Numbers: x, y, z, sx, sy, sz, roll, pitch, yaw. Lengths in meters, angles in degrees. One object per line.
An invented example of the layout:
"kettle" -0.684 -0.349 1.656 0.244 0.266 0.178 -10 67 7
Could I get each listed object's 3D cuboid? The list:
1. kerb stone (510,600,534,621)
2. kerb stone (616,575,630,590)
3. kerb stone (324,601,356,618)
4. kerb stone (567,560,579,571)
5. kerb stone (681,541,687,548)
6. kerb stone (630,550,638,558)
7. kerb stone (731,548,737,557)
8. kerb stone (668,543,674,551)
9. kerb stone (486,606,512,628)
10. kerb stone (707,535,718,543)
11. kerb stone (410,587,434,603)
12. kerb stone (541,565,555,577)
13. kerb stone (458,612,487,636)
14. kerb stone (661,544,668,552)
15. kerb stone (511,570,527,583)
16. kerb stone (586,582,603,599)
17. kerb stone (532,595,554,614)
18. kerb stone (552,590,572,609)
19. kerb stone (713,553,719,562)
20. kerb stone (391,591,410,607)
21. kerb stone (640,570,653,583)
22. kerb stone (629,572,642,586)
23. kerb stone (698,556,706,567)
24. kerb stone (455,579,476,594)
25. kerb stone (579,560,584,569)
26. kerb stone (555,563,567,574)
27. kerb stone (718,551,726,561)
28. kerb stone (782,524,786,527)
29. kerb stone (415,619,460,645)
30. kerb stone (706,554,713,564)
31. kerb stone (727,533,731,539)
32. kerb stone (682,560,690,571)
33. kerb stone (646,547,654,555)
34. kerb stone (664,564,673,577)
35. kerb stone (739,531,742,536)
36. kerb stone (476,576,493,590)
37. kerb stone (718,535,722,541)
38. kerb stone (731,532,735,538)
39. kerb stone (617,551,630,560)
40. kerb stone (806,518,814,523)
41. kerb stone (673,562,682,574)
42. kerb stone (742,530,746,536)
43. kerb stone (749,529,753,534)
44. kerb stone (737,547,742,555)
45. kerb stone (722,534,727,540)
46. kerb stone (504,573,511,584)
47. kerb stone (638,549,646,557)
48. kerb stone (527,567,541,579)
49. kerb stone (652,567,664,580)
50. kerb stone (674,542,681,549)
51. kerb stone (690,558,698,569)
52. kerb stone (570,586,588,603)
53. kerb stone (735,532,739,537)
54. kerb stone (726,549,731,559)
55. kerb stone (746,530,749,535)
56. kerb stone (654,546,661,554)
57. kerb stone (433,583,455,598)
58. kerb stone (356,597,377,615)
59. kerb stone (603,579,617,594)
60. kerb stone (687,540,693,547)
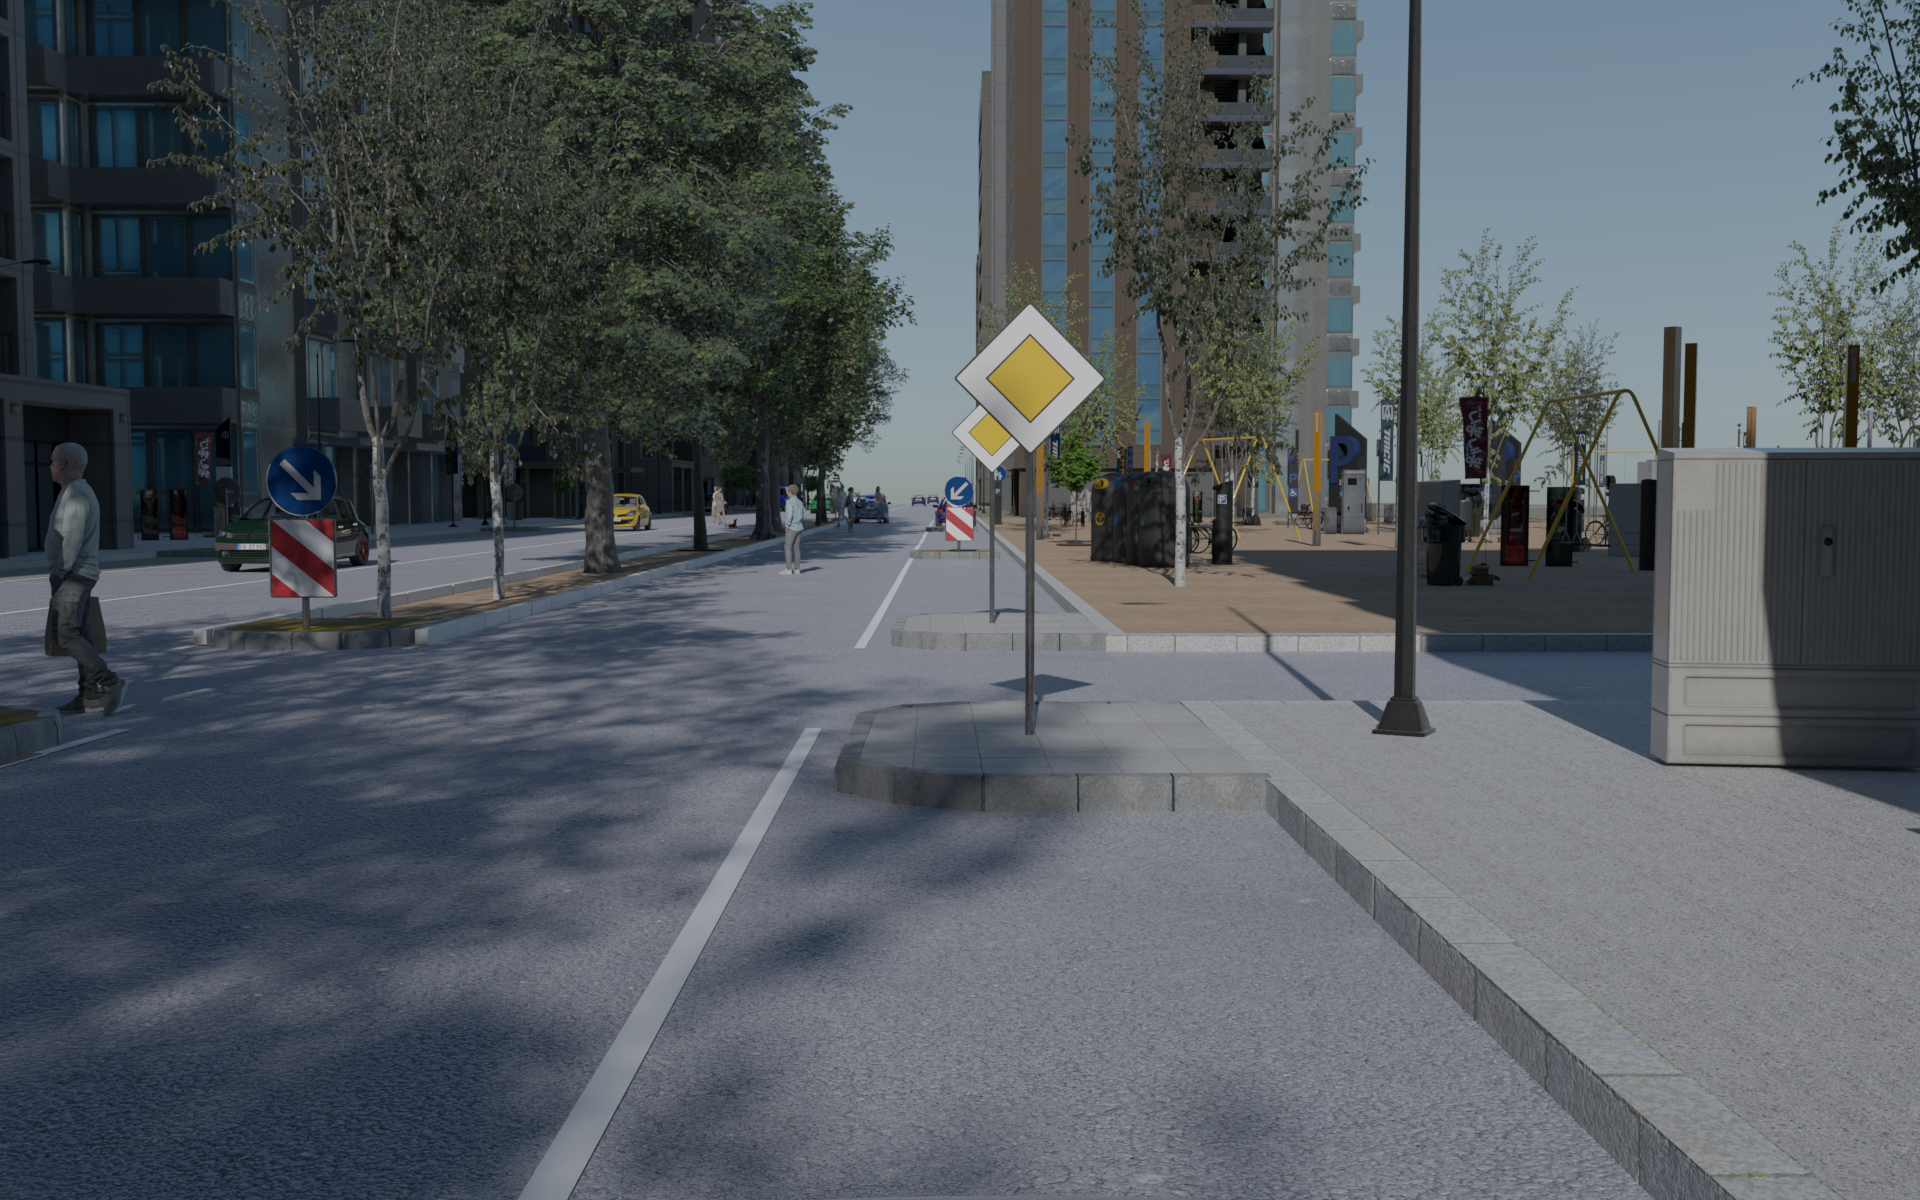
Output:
"kerb stone" -5.124 0.136 19.967 0.120 0.150 1.000 0 4 0
"kerb stone" -5.166 -0.240 26.125 0.120 0.150 1.000 0 4 0
"kerb stone" -7.220 0.137 19.965 0.120 0.150 1.000 0 4 0
"kerb stone" -7.313 -0.616 32.264 0.120 0.150 1.000 0 4 0
"kerb stone" -7.390 -1.430 45.596 0.120 0.150 1.000 0 4 0
"kerb stone" -7.353 -0.990 38.414 0.120 0.150 1.000 0 4 0
"kerb stone" -5.259 -1.054 39.427 0.120 0.150 1.000 0 4 0
"kerb stone" -7.386 -1.306 43.543 0.120 0.150 1.000 0 4 0
"kerb stone" -5.117 0.199 18.936 0.120 0.150 1.000 0 4 0
"kerb stone" -7.438 -1.807 51.736 0.120 0.150 1.000 0 4 0
"kerb stone" -7.244 -0.050 23.031 0.120 0.150 1.000 0 4 0
"kerb stone" -7.284 -0.491 30.221 0.120 0.150 1.000 0 4 0
"kerb stone" -5.109 0.262 17.910 0.120 0.150 1.000 0 4 0
"kerb stone" -7.371 -1.243 42.521 0.120 0.150 1.000 0 4 0
"kerb stone" -7.276 -0.366 28.177 0.120 0.150 1.000 0 4 0
"kerb stone" -5.153 -0.115 24.071 0.120 0.150 1.000 0 4 0
"kerb stone" -5.127 0.074 21.003 0.120 0.150 1.000 0 4 0
"kerb stone" -5.135 0.012 22.027 0.120 0.150 1.000 0 4 0
"kerb stone" -5.236 -0.860 36.357 0.120 0.150 1.000 0 4 0
"kerb stone" -7.240 0.014 22.009 0.120 0.150 1.000 0 4 0
"kerb stone" -5.180 -0.365 28.170 0.120 0.150 1.000 0 4 0
"kerb stone" -5.173 -0.300 27.148 0.120 0.150 1.000 0 4 0
"kerb stone" -5.218 -0.738 34.308 0.120 0.150 1.000 0 4 0
"kerb stone" -7.253 -0.177 25.088 0.120 0.150 1.000 0 4 0
"kerb stone" -7.316 -0.678 33.286 0.120 0.150 1.000 0 4 0
"kerb stone" -7.301 -0.548 31.243 0.120 0.150 1.000 0 4 0
"kerb stone" -5.241 -0.924 37.383 0.120 0.150 1.000 0 4 0
"kerb stone" -7.597 -3.248 75.336 0.120 0.150 1.000 0 4 0
"kerb stone" -5.100 0.325 16.888 0.120 0.150 1.000 0 4 0
"kerb stone" -5.224 -0.803 35.330 0.120 0.150 1.000 0 4 0
"kerb stone" -7.459 -1.996 54.822 0.120 0.150 1.000 0 4 0
"kerb stone" -5.216 -0.616 32.264 0.120 0.150 1.000 0 4 0
"kerb stone" -7.364 -1.109 40.465 0.120 0.150 1.000 0 4 0
"kerb stone" -5.189 -0.489 30.217 0.120 0.150 1.000 0 4 0
"kerb stone" -7.480 -2.183 57.888 0.120 0.150 1.000 0 4 0
"kerb stone" -7.261 -0.238 26.120 0.120 0.150 1.000 0 4 0
"kerb stone" -7.441 -1.870 52.769 0.120 0.150 1.000 0 4 0
"kerb stone" -7.460 -2.058 55.844 0.120 0.150 1.000 0 4 0
"kerb stone" -7.338 -0.929 37.385 0.120 0.150 1.000 0 4 0
"kerb stone" -7.679 -4.065 88.657 0.120 0.150 1.000 0 4 0
"kerb stone" -5.199 -0.551 31.242 0.120 0.150 1.000 0 4 0
"kerb stone" -7.485 -2.243 58.924 0.120 0.150 1.000 0 4 0
"kerb stone" -7.501 -2.372 60.974 0.120 0.150 1.000 0 4 0
"kerb stone" -5.265 -1.114 40.449 0.120 0.150 1.000 0 4 0
"kerb stone" -7.449 -1.932 53.791 0.120 0.150 1.000 0 4 0
"kerb stone" -7.268 -0.303 27.148 0.120 0.150 1.000 0 4 0
"kerb stone" -7.354 -1.050 39.437 0.120 0.150 1.000 0 4 0
"kerb stone" -7.283 -0.426 29.199 0.120 0.150 1.000 0 4 0
"kerb stone" -5.178 -0.427 29.195 0.120 0.150 1.000 0 4 0
"kerb stone" -7.394 -1.368 44.569 0.120 0.150 1.000 0 4 0
"kerb stone" -5.213 -0.673 33.286 0.120 0.150 1.000 0 4 0
"kerb stone" -5.148 -0.049 23.049 0.120 0.150 1.000 0 4 0
"kerb stone" -7.474 -2.121 56.866 0.120 0.150 1.000 0 4 0
"kerb stone" -5.251 -0.990 38.405 0.120 0.150 1.000 0 4 0
"kerb stone" -7.494 -2.309 59.952 0.120 0.150 1.000 0 4 0
"kerb stone" -7.368 -1.179 41.492 0.120 0.150 1.000 0 4 0
"kerb stone" -7.252 -0.114 24.053 0.120 0.150 1.000 0 4 0
"kerb stone" -7.234 0.077 20.988 0.120 0.150 1.000 0 4 0
"kerb stone" -5.158 -0.173 25.094 0.120 0.150 1.000 0 4 0
"kerb stone" -7.401 -1.494 46.618 0.120 0.150 1.000 0 4 0
